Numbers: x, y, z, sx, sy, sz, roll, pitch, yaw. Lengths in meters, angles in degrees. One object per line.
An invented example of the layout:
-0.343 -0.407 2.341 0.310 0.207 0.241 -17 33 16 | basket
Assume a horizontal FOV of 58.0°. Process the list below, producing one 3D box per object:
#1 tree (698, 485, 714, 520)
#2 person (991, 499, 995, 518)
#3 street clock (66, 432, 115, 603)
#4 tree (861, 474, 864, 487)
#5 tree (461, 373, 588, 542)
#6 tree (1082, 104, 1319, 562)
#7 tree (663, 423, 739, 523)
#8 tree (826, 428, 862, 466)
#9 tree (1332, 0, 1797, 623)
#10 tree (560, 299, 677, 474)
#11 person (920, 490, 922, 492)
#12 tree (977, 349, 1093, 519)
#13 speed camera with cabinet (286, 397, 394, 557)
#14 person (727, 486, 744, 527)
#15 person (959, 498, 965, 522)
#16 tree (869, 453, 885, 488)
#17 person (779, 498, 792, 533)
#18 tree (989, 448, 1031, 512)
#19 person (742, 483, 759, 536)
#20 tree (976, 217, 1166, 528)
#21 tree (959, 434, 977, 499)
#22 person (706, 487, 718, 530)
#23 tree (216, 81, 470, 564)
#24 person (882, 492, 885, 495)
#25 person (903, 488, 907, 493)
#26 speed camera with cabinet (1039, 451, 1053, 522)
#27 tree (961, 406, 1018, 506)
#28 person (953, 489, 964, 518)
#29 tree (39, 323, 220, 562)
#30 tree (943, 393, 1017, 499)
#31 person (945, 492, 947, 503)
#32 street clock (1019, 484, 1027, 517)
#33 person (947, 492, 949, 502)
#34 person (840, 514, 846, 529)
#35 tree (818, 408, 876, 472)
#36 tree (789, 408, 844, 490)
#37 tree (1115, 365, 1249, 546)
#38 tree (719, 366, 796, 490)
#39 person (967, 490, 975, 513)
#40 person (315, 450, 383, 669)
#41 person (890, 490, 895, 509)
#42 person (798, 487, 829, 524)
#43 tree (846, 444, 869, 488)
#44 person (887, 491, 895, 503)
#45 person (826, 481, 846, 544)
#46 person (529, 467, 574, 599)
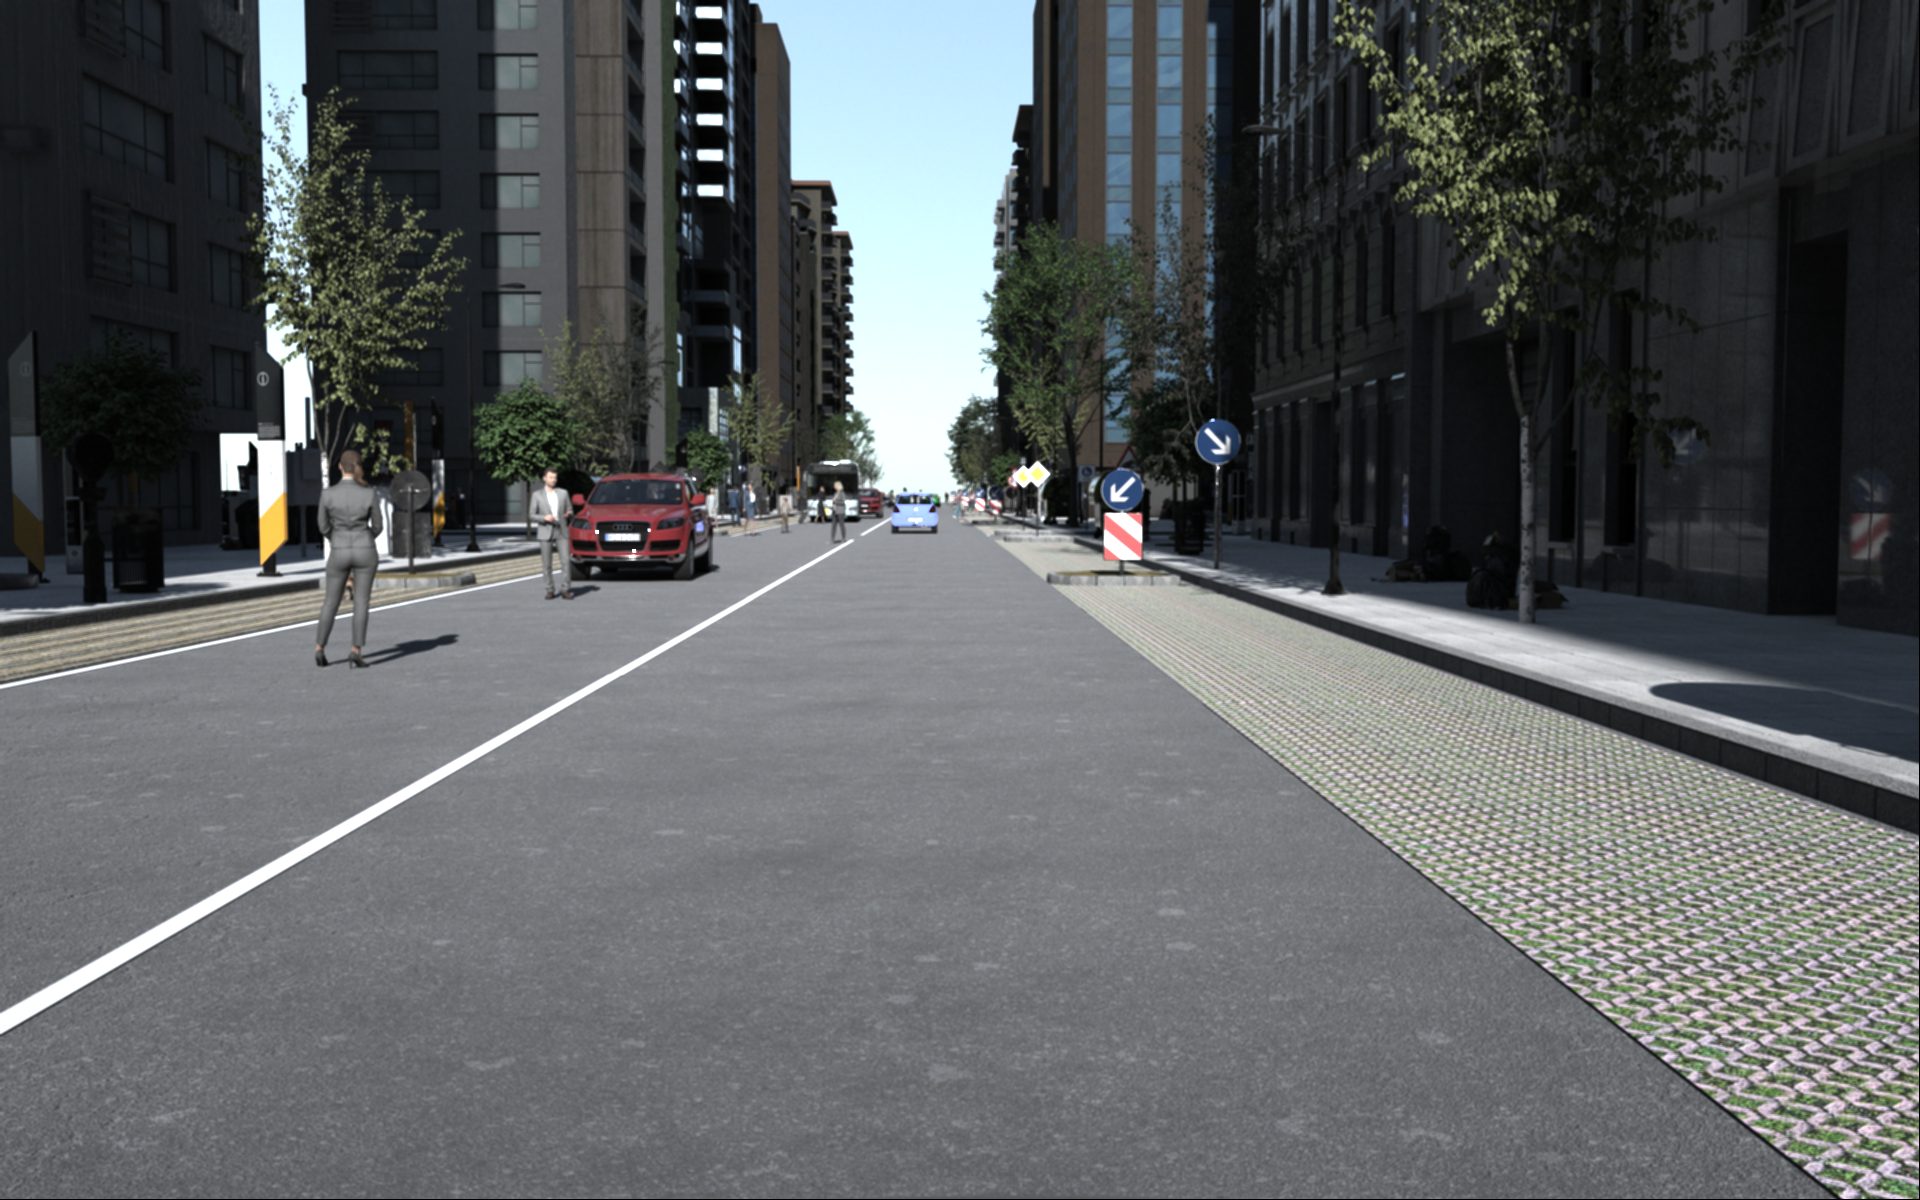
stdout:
-12.764 -5.560 85.515 1.663 3.219 1.824 0 3 0 | tree
1.987 -5.595 104.643 0.373 1.253 0.362 -2 4 -35 | person
-10.226 -0.969 20.421 0.358 2.002 0.471 3 4 38 | street clock
-14.089 -14.692 223.928 4.285 4.588 4.351 0 3 0 | tree
-11.844 -3.877 47.103 4.285 4.588 4.351 0 3 0 | tree
4.743 -5.046 32.860 4.360 8.622 3.978 0 3 0 | tree
-11.604 -5.785 78.293 4.285 4.588 4.351 0 3 0 | tree
-13.114 -14.879 193.638 4.737 8.622 4.395 0 3 0 | tree
5.634 -4.065 16.826 4.737 8.622 4.395 0 3 0 | tree
-12.646 -6.982 64.513 4.360 8.622 3.978 0 3 0 | tree
-3.472 -9.056 156.437 0.599 1.838 0.709 0 4 1 | person
4.204 -8.359 87.031 4.737 8.622 4.395 0 3 0 | tree
-12.865 -2.545 35.941 2.038 3.252 0.660 -3 4 -38 | speed camera with cabinet
-9.735 -4.055 74.982 0.721 1.800 0.419 1 4 17 | person
0.108 -4.593 88.273 0.352 1.250 0.332 1 4 21 | person
-14.520 -18.949 260.174 4.360 8.622 3.978 0 3 0 | tree
-6.434 -3.123 63.836 0.475 1.303 0.640 0 4 3 | person
3.681 -8.535 123.256 4.285 4.588 4.351 0 3 0 | tree
-7.231 -3.125 59.620 0.581 1.822 0.654 -1 4 -23 | person
4.207 -8.577 65.986 9.928 11.665 9.643 0 3 0 | tree
2.118 -15.758 208.012 4.737 8.622 4.395 0 3 0 | tree
-9.307 -3.399 65.071 0.512 1.701 0.522 0 4 -1 | person
-11.401 -4.961 31.471 4.737 8.622 4.395 0 3 0 | tree
-11.814 -15.791 266.819 1.348 1.807 0.705 0 4 3 | person
-3.043 -5.451 97.811 0.721 1.800 0.419 -1 4 -13 | person
4.007 -5.244 80.071 0.660 3.252 2.038 0 4 4 | speed camera with cabinet
2.938 -11.834 143.845 4.360 8.622 3.978 0 3 0 | tree
-0.097 -5.712 102.727 0.643 1.720 0.563 0 4 6 | person
-16.121 -3.040 33.417 4.285 4.588 4.351 0 3 0 | tree
2.768 -19.094 218.839 9.857 13.997 8.962 0 3 0 | tree
-2.187 -16.695 282.288 0.721 1.723 1.217 2 4 25 | person
3.548 -5.713 97.976 0.358 2.002 0.471 3 5 42 | street clock
-2.140 -17.433 294.450 0.530 1.710 0.541 -2 4 -29 | person
-4.800 -3.564 71.016 0.306 1.304 0.590 1 4 16 | person
-13.580 -17.273 208.169 9.928 11.665 9.643 0 3 0 | tree
-12.866 -12.209 149.982 4.360 8.622 3.978 0 3 0 | tree
5.479 -3.622 42.929 4.285 4.588 4.351 0 3 0 | tree
-11.819 -9.134 99.706 4.737 8.622 4.395 0 3 0 | tree
0.764 -7.230 127.296 0.593 1.750 0.643 -1 4 -22 | person
-5.058 -0.339 14.320 0.520 1.790 0.573 -2 4 -29 | person
-6.430 -9.559 164.789 0.705 1.824 1.348 -1 4 -14 | person
-7.110 -4.615 84.171 1.509 1.804 0.699 -1 4 -13 | person
-14.710 -17.310 233.375 4.360 8.622 3.978 0 3 0 | tree
-9.877 -14.387 243.804 1.350 1.814 0.705 0 4 -6 | person
-3.518 -2.514 49.780 0.526 1.800 0.537 -3 4 -36 | person
-5.525 -0.910 23.573 0.606 1.804 0.583 -2 4 -30 | person
